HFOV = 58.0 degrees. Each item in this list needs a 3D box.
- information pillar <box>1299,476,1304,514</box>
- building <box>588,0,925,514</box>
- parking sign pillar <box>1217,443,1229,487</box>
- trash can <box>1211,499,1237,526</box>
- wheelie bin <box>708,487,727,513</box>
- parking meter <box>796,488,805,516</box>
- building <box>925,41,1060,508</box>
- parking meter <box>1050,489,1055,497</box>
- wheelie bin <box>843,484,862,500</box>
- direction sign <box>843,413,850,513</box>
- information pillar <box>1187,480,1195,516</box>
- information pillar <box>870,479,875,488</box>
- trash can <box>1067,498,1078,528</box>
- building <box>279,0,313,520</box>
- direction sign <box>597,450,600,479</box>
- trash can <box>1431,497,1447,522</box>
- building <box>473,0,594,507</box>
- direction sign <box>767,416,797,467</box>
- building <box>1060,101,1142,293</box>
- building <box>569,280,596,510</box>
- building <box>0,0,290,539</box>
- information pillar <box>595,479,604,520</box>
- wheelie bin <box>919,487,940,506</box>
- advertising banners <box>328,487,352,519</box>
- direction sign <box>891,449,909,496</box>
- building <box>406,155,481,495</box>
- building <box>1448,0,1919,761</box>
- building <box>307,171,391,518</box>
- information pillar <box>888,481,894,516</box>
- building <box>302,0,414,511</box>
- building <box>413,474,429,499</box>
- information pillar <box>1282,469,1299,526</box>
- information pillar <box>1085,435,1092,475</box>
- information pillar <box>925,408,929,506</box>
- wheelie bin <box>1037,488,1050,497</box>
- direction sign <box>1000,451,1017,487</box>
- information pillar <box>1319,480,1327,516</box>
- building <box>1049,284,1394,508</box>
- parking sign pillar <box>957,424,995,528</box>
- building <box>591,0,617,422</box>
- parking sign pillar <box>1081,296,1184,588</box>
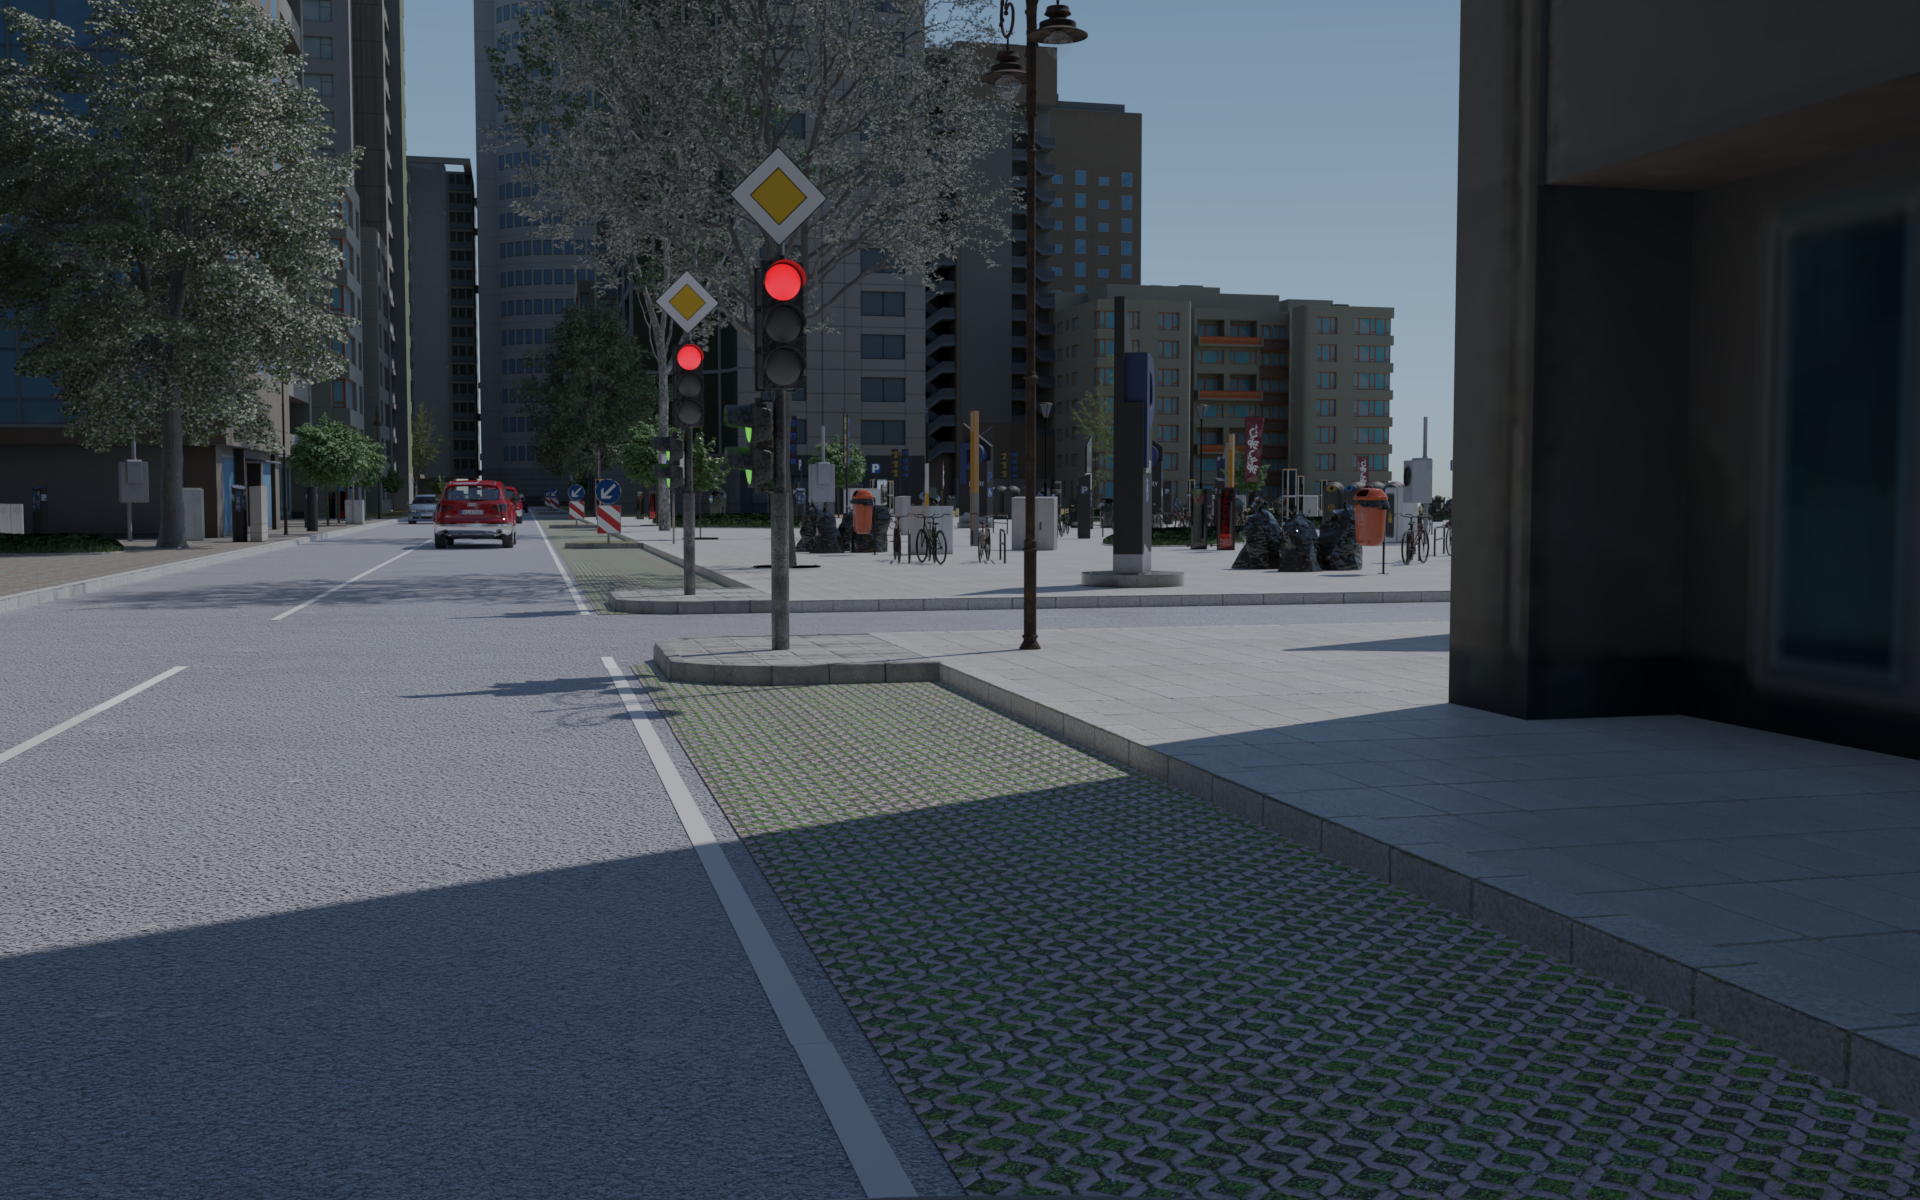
[{"bbox_3d":[13.671,-4.000,69.898,0.304,2.012,0.304,-2,4,-26],"label":"information pillar"},{"bbox_3d":[-14.619,-41.482,116.486,20.563,71.187,20.611,-1,4,-14],"label":"building"},{"bbox_3d":[13.714,-6.236,90.437,1.447,3.967,1.447,1,4,17],"label":"parking sign pillar"},{"bbox_3d":[7.710,-2.382,50.604,0.748,1.137,0.748,0,3,0],"label":"trash can"},{"bbox_3d":[-11.398,-4.509,81.623,0.693,1.594,0.980,2,4,25],"label":"wheelie bin"},{"bbox_3d":[-6.424,-3.759,69.876,0.372,1.533,0.369,0,3,0],"label":"parking meter"},{"bbox_3d":[0.499,-31.783,169.758,14.200,45.320,14.600,-1,4,-14],"label":"building"},{"bbox_3d":[4.804,-4.944,89.241,0.372,1.533,0.369,0,3,0],"label":"parking meter"},{"bbox_3d":[-3.404,-3.002,56.993,0.693,1.594,0.980,-2,4,-35],"label":"wheelie bin"},{"bbox_3d":[-3.189,-3.473,48.788,0.379,3.537,0.876,0,4,7],"label":"direction sign"},{"bbox_3d":[11.754,-5.115,88.121,0.304,2.012,0.304,-1,4,-15],"label":"information pillar"},{"bbox_3d":[-4.318,-5.051,87.071,0.304,2.012,0.304,-2,4,-28],"label":"information pillar"},{"bbox_3d":[4.408,-3.296,65.539,0.748,1.137,0.748,0,3,0],"label":"trash can"},{"bbox_3d":[-41.836,-27.733,77.129,21.300,48.544,21.600,-1,4,-14],"label":"building"},{"bbox_3d":[-18.437,-5.900,88.454,0.379,3.537,0.876,0,4,-5],"label":"direction sign"},{"bbox_3d":[22.058,-4.174,79.897,0.748,1.137,0.748,0,3,0],"label":"trash can"},{"bbox_3d":[-37.650,-39.485,187.578,28.212,58.520,21.231,-1,4,-14],"label":"building"},{"bbox_3d":[-5.150,-3.554,50.108,0.876,3.537,0.379,-1,4,-15],"label":"direction sign"},{"bbox_3d":[11.555,-33.487,197.627,14.200,45.320,14.600,-1,4,-14],"label":"building"},{"bbox_3d":[-20.933,-19.086,157.089,27.650,21.520,28.899,-1,4,-14],"label":"building"},{"bbox_3d":[-29.487,-24.683,53.677,14.600,45.320,14.200,-1,4,-14],"label":"building"},{"bbox_3d":[-17.875,-4.985,85.989,0.304,2.012,0.304,2,4,32],"label":"information pillar"},{"bbox_3d":[-1.459,-4.505,81.559,0.980,1.594,0.693,-1,4,-20],"label":"wheelie bin"},{"bbox_3d":[-32.096,-5.734,89.933,2.074,3.025,0.090,2,4,27],"label":"advertising banners"},{"bbox_3d":[-3.013,-5.815,87.076,0.876,3.537,0.379,1,4,12],"label":"direction sign"},{"bbox_3d":[-64.415,-30.314,187.516,23.993,40.220,32.217,-1,4,-14],"label":"building"},{"bbox_3d":[15.899,-23.113,1.606,21.300,48.544,21.600,-1,4,-14],"label":"building"},{"bbox_3d":[-49.837,-15.822,103.724,27.650,21.520,28.899,-1,4,-14],"label":"building"},{"bbox_3d":[-3.909,-5.625,96.468,0.304,2.012,0.304,3,5,40],"label":"information pillar"},{"bbox_3d":[-47.837,-27.045,125.778,14.154,41.232,14.086,-1,4,-14],"label":"building"},{"bbox_3d":[-62.231,-30.343,150.738,28.867,44.769,22.147,-1,4,-14],"label":"building"},{"bbox_3d":[9.640,-2.826,50.704,0.304,2.012,0.304,-1,4,-20],"label":"information pillar"},{"bbox_3d":[5.097,-4.735,68.772,0.183,3.616,0.504,2,4,27],"label":"information pillar"},{"bbox_3d":[-0.905,-3.416,47.211,0.183,3.616,0.504,0,4,-4],"label":"information pillar"},{"bbox_3d":[4.446,-5.068,90.769,0.693,1.594,0.980,3,4,39],"label":"wheelie bin"},{"bbox_3d":[2.539,-6.015,90.335,0.876,3.537,0.379,0,4,8],"label":"direction sign"},{"bbox_3d":[18.750,-5.196,89.441,0.304,2.012,0.304,-1,4,-9],"label":"information pillar"},{"bbox_3d":[22.755,-19.898,170.366,28.899,21.520,27.650,-1,4,-14],"label":"building"},{"bbox_3d":[0.657,-4.918,68.884,1.447,3.967,1.447,-2,4,-28],"label":"parking sign pillar"},{"bbox_3d":[-21.295,-27.564,134.271,14.154,41.232,14.086,-1,4,-14],"label":"building"},{"bbox_3d":[2.430,-2.190,24.278,1.447,3.967,1.447,1,4,12],"label":"parking sign pillar"}]
